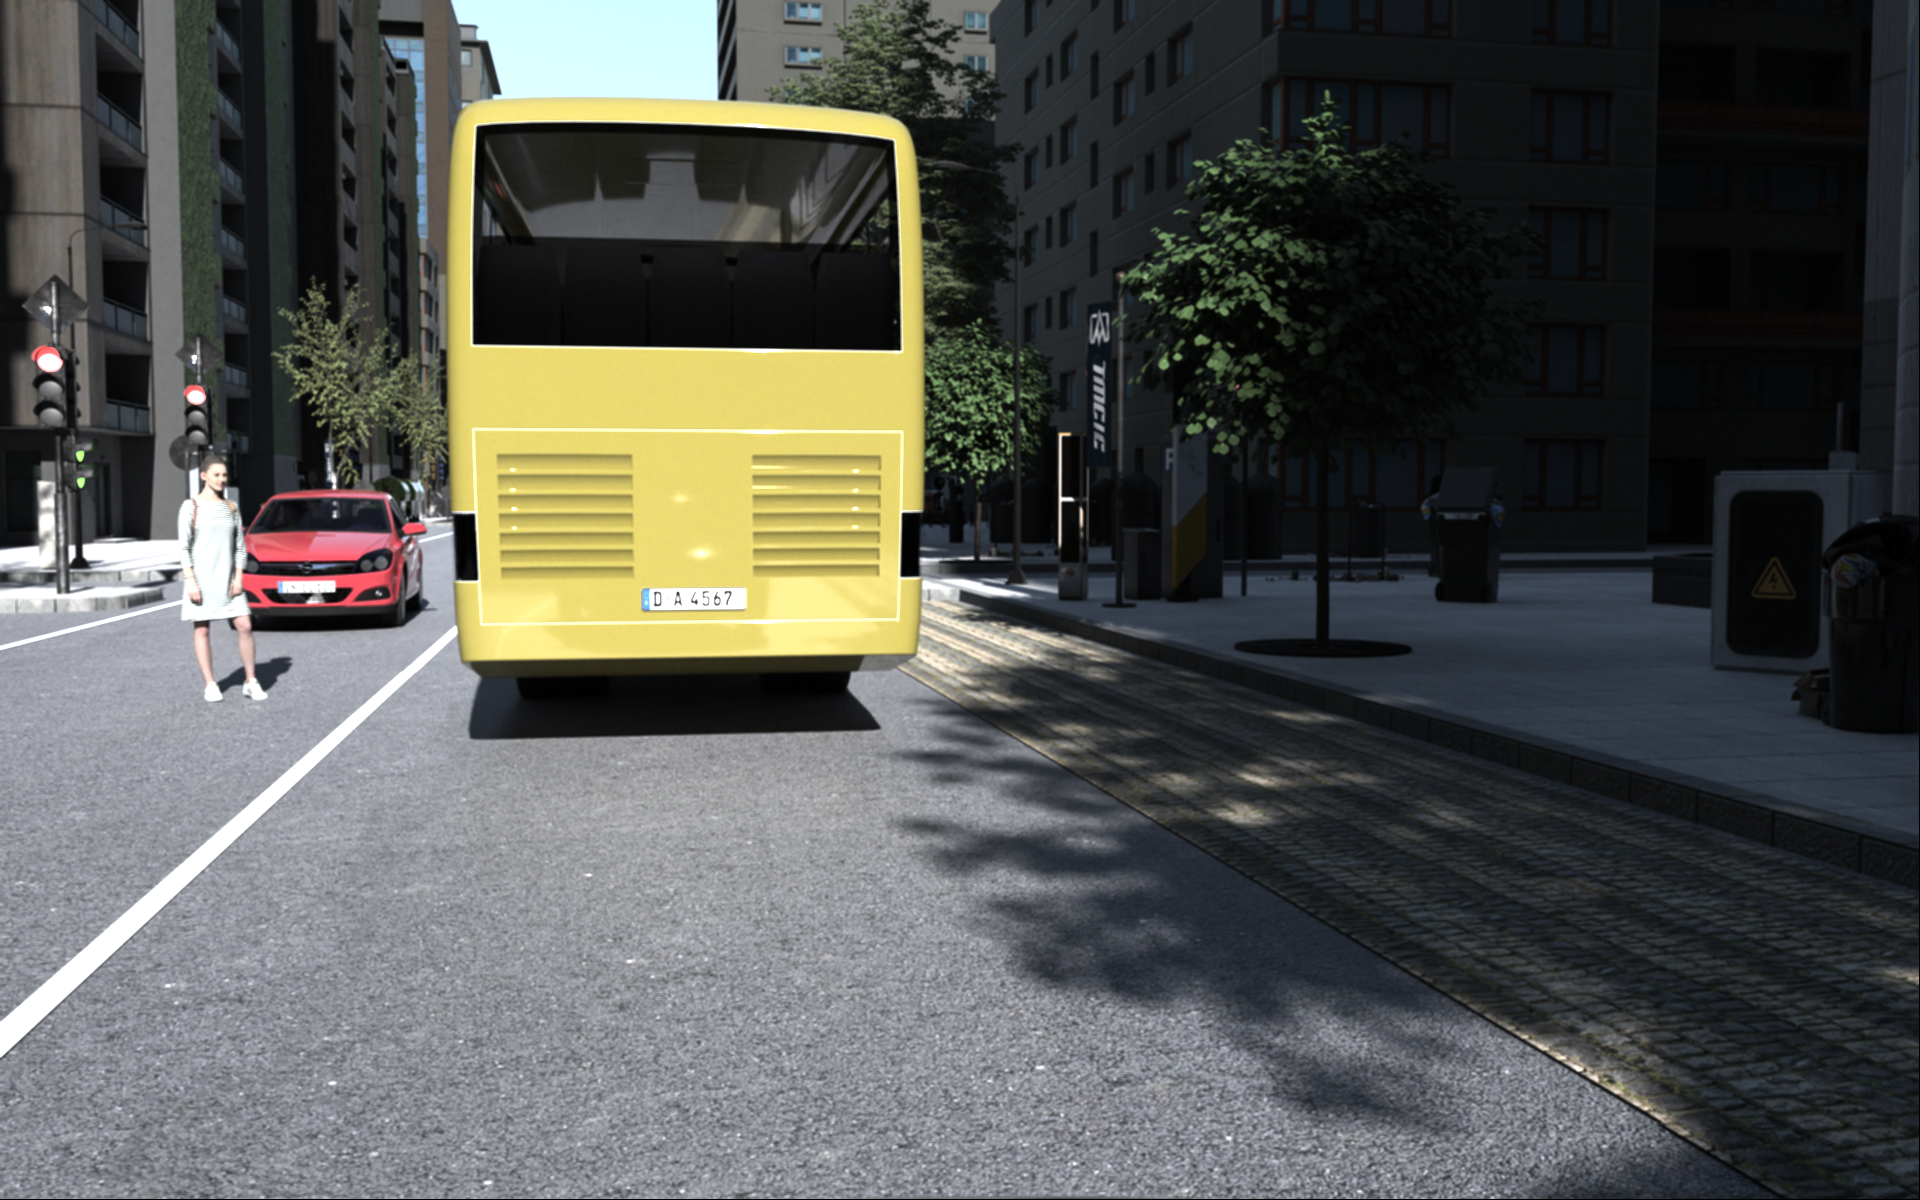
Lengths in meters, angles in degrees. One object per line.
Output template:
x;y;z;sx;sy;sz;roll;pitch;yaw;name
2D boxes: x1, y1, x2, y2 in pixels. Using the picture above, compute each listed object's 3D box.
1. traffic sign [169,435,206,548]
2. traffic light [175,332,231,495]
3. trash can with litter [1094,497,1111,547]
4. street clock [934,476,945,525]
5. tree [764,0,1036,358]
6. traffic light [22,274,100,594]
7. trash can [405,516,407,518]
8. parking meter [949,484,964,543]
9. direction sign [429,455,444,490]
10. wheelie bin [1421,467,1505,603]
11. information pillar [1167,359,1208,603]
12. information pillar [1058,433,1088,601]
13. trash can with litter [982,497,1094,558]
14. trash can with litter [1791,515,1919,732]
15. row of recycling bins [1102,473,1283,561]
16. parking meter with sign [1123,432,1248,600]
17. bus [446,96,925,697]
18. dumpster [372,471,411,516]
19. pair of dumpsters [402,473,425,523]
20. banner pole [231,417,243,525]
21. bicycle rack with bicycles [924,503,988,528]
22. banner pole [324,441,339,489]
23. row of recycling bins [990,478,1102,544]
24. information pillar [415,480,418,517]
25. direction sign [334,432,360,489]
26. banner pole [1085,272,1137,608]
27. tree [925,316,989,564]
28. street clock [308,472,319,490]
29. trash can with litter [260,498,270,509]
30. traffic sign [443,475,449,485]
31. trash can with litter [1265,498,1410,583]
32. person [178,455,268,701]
-16.625;-2.275;37.299;0.768;2.556;0.104;0;4;-4;traffic sign
-13.138;-2.514;30.032;0.839;4.253;0.868;-1;4;-12;traffic light
2.853;-1.911;42.294;2.233;1.210;1.678;-3;4;-38;trash can with litter
-0.842;-4.073;71.168;0.471;2.002;0.358;0;4;3;street clock
-1.811;-7.448;39.902;7.486;12.596;7.792;0;3;0;tree
-11.538;-2.036;22.209;0.839;4.253;0.868;-1;4;-12;traffic light
-28.408;-4.670;88.003;0.748;1.137;0.748;0;3;0;trash can
-0.096;-2.284;45.749;0.372;1.533;0.369;0;3;0;parking meter
-30.568;-6.682;101.251;0.876;3.537;0.379;1;4;9;direction sign
6.067;-0.782;20.686;0.980;1.594;0.693;3;4;36;wheelie bin
2.721;-1.787;20.575;0.504;3.616;0.183;-2;4;-33;information pillar
1.371;-1.006;20.940;0.304;2.012;0.304;1;4;18;information pillar
1.393;-1.516;35.839;2.233;1.210;1.678;-1;4;-14;trash can with litter
4.960;0.106;9.661;0.624;1.170;1.055;0;4;2;trash can with litter
4.657;-1.622;33.632;3.534;1.692;1.069;-1;4;-19;row of recycling bins
2.851;-1.536;21.376;1.738;3.016;0.543;-2;4;-28;parking meter with sign
-2.465;-1.444;15.162;2.896;3.916;12.252;-1;4;-10;bus
-24.003;-4.304;72.856;1.502;2.255;1.985;-1;4;-11;dumpster
-25.066;-4.610;77.864;1.574;2.255;4.437;-1;4;-12;pair of dumpsters
-23.654;-4.077;56.683;0.401;3.779;0.863;-3;5;-45;banner pole
-0.142;-3.229;66.179;2.852;0.926;2.925;-1;4;-15;bicycle rack with bicycles
-25.971;-5.000;71.767;0.401;3.779;0.863;2;4;34;banner pole
2.453;-2.331;45.223;3.534;1.692;1.069;1;4;20;row of recycling bins
-29.236;-5.421;93.123;0.304;2.012;0.304;1;4;18;information pillar
-22.411;-4.363;63.333;0.876;3.537;0.379;-1;4;-8;direction sign
1.687;-1.822;19.811;0.401;3.779;0.863;-2;4;-32;banner pole
0.259;-2.964;32.168;4.285;4.588;4.351;0;3;0;tree
-20.875;-3.145;55.997;0.358;2.002;0.471;0;4;-5;street clock
-20.369;-2.413;50.844;0.624;1.170;1.055;-3;5;-43;trash can with litter
-30.453;-6.330;103.504;0.884;2.594;0.081;0;4;-6;traffic sign
5.649;-0.904;25.830;2.233;1.210;1.678;0;4;1;trash can with litter
-5.172;-0.155;12.033;0.522;1.701;0.512;3;5;41;person
